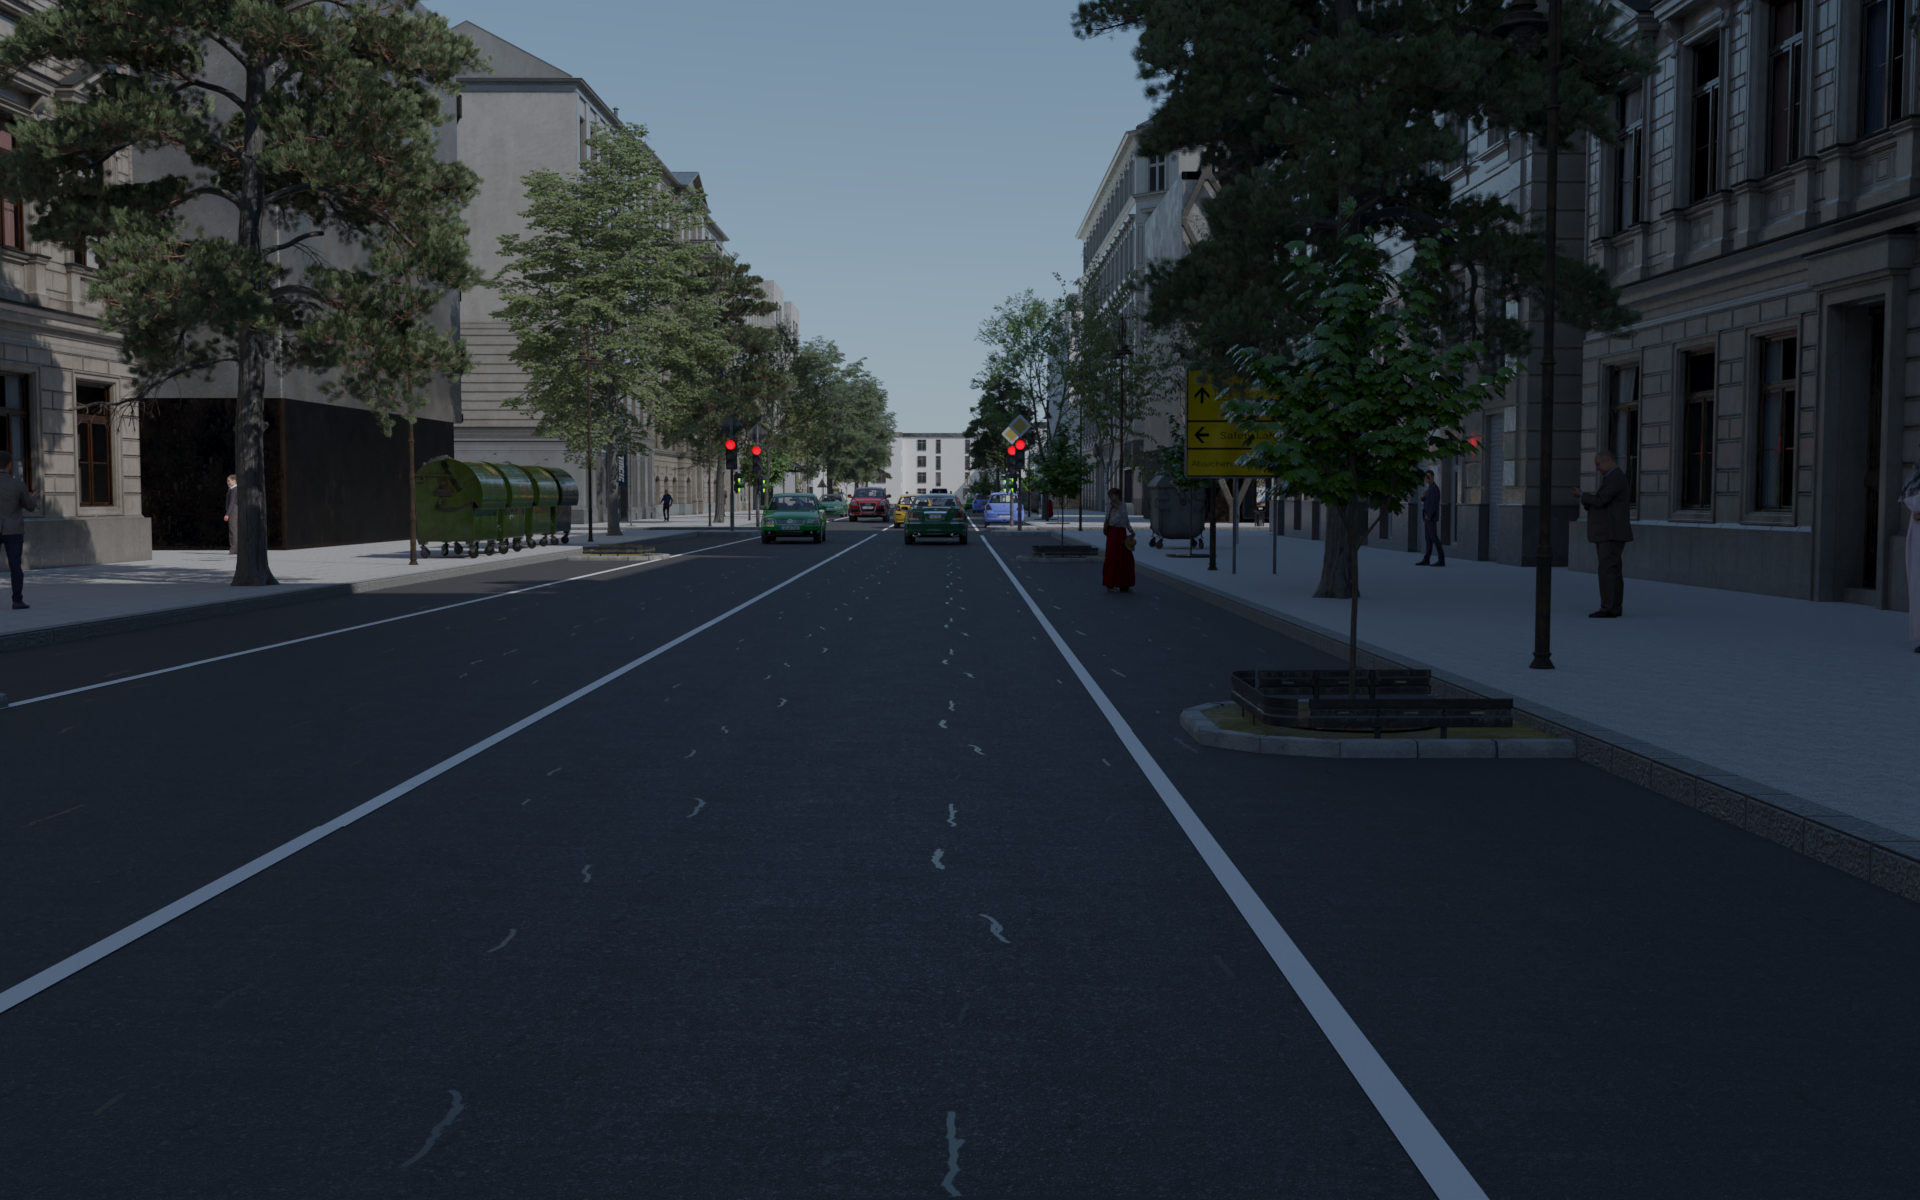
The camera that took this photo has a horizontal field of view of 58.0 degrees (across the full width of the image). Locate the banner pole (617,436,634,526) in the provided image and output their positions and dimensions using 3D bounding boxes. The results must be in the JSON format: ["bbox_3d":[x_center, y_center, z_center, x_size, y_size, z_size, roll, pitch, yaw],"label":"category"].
[{"bbox_3d":[-13.311,-4.822,68.857,0.863,3.779,0.401,1,4,11],"label":"banner pole"}]

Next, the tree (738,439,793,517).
[{"bbox_3d":[-10.929,-6.908,96.654,4.285,4.588,4.351,0,3,0],"label":"tree"}]

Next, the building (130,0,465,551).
[{"bbox_3d":[-23.717,-10.987,47.081,16.811,18.784,16.820,0,4,0],"label":"building"}]

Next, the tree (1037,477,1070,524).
[{"bbox_3d":[4.340,-4.866,74.160,1.663,3.219,1.824,0,3,0],"label":"tree"}]

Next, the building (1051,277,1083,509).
[{"bbox_3d":[16.841,-18.382,156.969,16.016,20.091,11.380,0,4,0],"label":"building"}]

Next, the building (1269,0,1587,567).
[{"bbox_3d":[15.461,-14.956,41.787,12.463,27.353,25.104,0,4,0],"label":"building"}]

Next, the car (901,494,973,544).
[{"bbox_3d":[-0.684,-2.376,50.642,2.131,1.459,4.920,0,3,0],"label":"car"}]

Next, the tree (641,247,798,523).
[{"bbox_3d":[-10.664,-9.477,77.006,6.751,12.117,7.091,0,3,0],"label":"tree"}]

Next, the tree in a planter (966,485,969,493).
[{"bbox_3d":[1.525,-10.567,169.998,1.991,3.239,1.994,0,4,0],"label":"tree in a planter"}]

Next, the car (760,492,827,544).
[{"bbox_3d":[-4.926,-2.614,51.536,1.959,1.807,4.718,0,4,-2],"label":"car"}]

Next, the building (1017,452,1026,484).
[{"bbox_3d":[20.986,-18.016,236.710,28.070,9.664,9.099,0,4,0],"label":"building"}]

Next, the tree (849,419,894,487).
[{"bbox_3d":[-11.749,-18.095,217.912,6.751,12.117,7.091,0,3,0],"label":"tree"}]

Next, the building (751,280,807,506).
[{"bbox_3d":[-23.826,-17.901,159.135,16.747,18.905,31.486,0,4,0],"label":"building"}]

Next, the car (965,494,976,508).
[{"bbox_3d":[1.355,-9.374,162.063,1.959,1.807,4.718,0,4,1],"label":"car"}]

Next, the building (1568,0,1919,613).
[{"bbox_3d":[14.941,-9.466,19.396,10.561,19.102,19.286,0,4,0],"label":"building"}]

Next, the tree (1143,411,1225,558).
[{"bbox_3d":[4.748,-2.474,35.049,1.663,3.219,1.824,0,3,0],"label":"tree"}]

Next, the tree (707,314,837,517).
[{"bbox_3d":[-9.772,-9.477,89.367,7.601,10.594,8.767,0,4,5],"label":"tree"}]

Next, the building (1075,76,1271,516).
[{"bbox_3d":[18.105,-21.093,121.278,17.030,29.872,44.131,0,4,0],"label":"building"}]

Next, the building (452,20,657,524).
[{"bbox_3d":[-20.591,-14.200,81.322,9.793,20.994,18.267,0,4,0],"label":"building"}]

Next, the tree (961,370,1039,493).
[{"bbox_3d":[4.061,-16.424,175.956,7.806,13.903,7.818,0,3,0],"label":"tree"}]

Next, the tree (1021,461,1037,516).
[{"bbox_3d":[4.003,-6.472,100.423,1.663,3.219,1.824,0,3,0],"label":"tree"}]

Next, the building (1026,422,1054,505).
[{"bbox_3d":[13.095,-15.832,200.997,9.099,9.664,28.070,0,4,0],"label":"building"}]

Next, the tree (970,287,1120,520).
[{"bbox_3d":[4.318,-9.819,86.303,9.928,11.665,9.643,0,3,0],"label":"tree"}]

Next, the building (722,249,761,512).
[{"bbox_3d":[-21.512,-17.051,133.527,10.420,20.320,16.860,0,4,0],"label":"building"}]

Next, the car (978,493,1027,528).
[{"bbox_3d":[1.882,-3.937,73.964,1.945,1.707,3.694,0,4,1],"label":"car"}]

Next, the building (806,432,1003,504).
[{"bbox_3d":[-7.931,-18.108,238.208,28.070,9.664,9.099,0,4,0],"label":"building"}]

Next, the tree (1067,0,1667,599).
[{"bbox_3d":[4.792,-6.059,21.118,6.751,12.117,7.091,0,3,0],"label":"tree"}]

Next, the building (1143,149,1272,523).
[{"bbox_3d":[17.974,-13.096,81.576,16.811,18.784,16.820,0,4,0],"label":"building"}]

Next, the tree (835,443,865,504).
[{"bbox_3d":[-10.767,-12.912,161.471,4.737,8.622,4.395,0,3,0],"label":"tree"}]

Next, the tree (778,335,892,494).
[{"bbox_3d":[-10.351,-14.148,137.969,9.857,13.997,8.962,0,3,0],"label":"tree"}]

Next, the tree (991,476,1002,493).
[{"bbox_3d":[3.738,-11.545,183.365,1.663,3.219,1.824,0,3,0],"label":"tree"}]

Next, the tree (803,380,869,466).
[{"bbox_3d":[-11.474,-13.961,154.018,9.928,11.665,9.643,0,3,0],"label":"tree"}]

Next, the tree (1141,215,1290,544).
[{"bbox_3d":[6.868,-5.752,44.406,4.360,8.622,3.978,0,3,0],"label":"tree"}]

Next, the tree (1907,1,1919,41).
[{"bbox_3d":[7.384,-3.702,10.885,4.360,8.622,3.978,0,3,0],"label":"tree"}]

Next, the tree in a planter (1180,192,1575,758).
[{"bbox_3d":[2.360,-0.800,10.299,1.991,3.239,1.994,0,4,0],"label":"tree in a planter"}]

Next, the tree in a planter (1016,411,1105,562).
[{"bbox_3d":[2.213,-2.448,37.254,1.991,3.239,1.994,0,4,0],"label":"tree in a planter"}]

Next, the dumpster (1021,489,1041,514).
[{"bbox_3d":[4.453,-6.346,109.509,1.264,1.857,1.865,0,4,0],"label":"dumpster"}]

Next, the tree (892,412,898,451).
[{"bbox_3d":[-10.917,-16.801,181.346,9.857,13.997,8.962,0,3,0],"label":"tree"}]

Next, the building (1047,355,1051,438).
[{"bbox_3d":[16.787,-19.095,168.630,16.016,20.091,11.380,0,4,0],"label":"building"}]

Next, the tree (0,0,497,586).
[{"bbox_3d":[-9.954,-6.241,24.089,6.751,12.117,7.091,0,3,0],"label":"tree"}]

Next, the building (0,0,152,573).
[{"bbox_3d":[-20.353,-9.747,23.985,10.561,19.102,19.286,0,4,0],"label":"building"}]

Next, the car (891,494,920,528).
[{"bbox_3d":[-1.932,-3.872,73.530,2.015,1.641,3.980,0,4,0],"label":"car"}]

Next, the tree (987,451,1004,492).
[{"bbox_3d":[4.033,-15.800,208.697,4.360,8.622,3.978,0,3,0],"label":"tree"}]

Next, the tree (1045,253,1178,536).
[{"bbox_3d":[4.533,-6.260,52.708,4.737,8.622,4.395,0,3,0],"label":"tree"}]

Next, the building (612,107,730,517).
[{"bbox_3d":[-22.029,-17.649,107.648,14.460,24.649,34.723,0,4,0],"label":"building"}]

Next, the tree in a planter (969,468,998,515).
[{"bbox_3d":[1.774,-7.525,120.255,1.991,3.239,1.994,0,4,0],"label":"tree in a planter"}]

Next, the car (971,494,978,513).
[{"bbox_3d":[1.725,-6.996,123.978,1.945,1.707,3.694,0,4,0],"label":"car"}]

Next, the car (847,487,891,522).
[{"bbox_3d":[-4.711,-5.002,90.458,2.281,1.827,5.304,0,4,-1],"label":"car"}]

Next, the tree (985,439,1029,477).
[{"bbox_3d":[4.403,-12.560,155.723,4.737,8.622,4.395,0,3,0],"label":"tree"}]

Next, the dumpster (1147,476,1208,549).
[{"bbox_3d":[5.141,-2.149,40.896,1.264,1.857,1.865,0,4,0],"label":"dumpster"}]

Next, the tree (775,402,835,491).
[{"bbox_3d":[-12.017,-10.855,127.841,4.737,8.622,4.395,0,3,0],"label":"tree"}]

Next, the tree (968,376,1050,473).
[{"bbox_3d":[4.091,-12.267,134.982,7.601,10.594,8.767,-2,4,-26],"label":"tree"}]

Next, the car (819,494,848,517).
[{"bbox_3d":[-8.043,-5.916,108.522,2.131,1.459,4.920,0,4,1],"label":"car"}]

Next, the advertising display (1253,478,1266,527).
[{"bbox_3d":[11.826,-3.861,68.346,0.123,1.923,0.974,2,4,32],"label":"advertising display"}]
